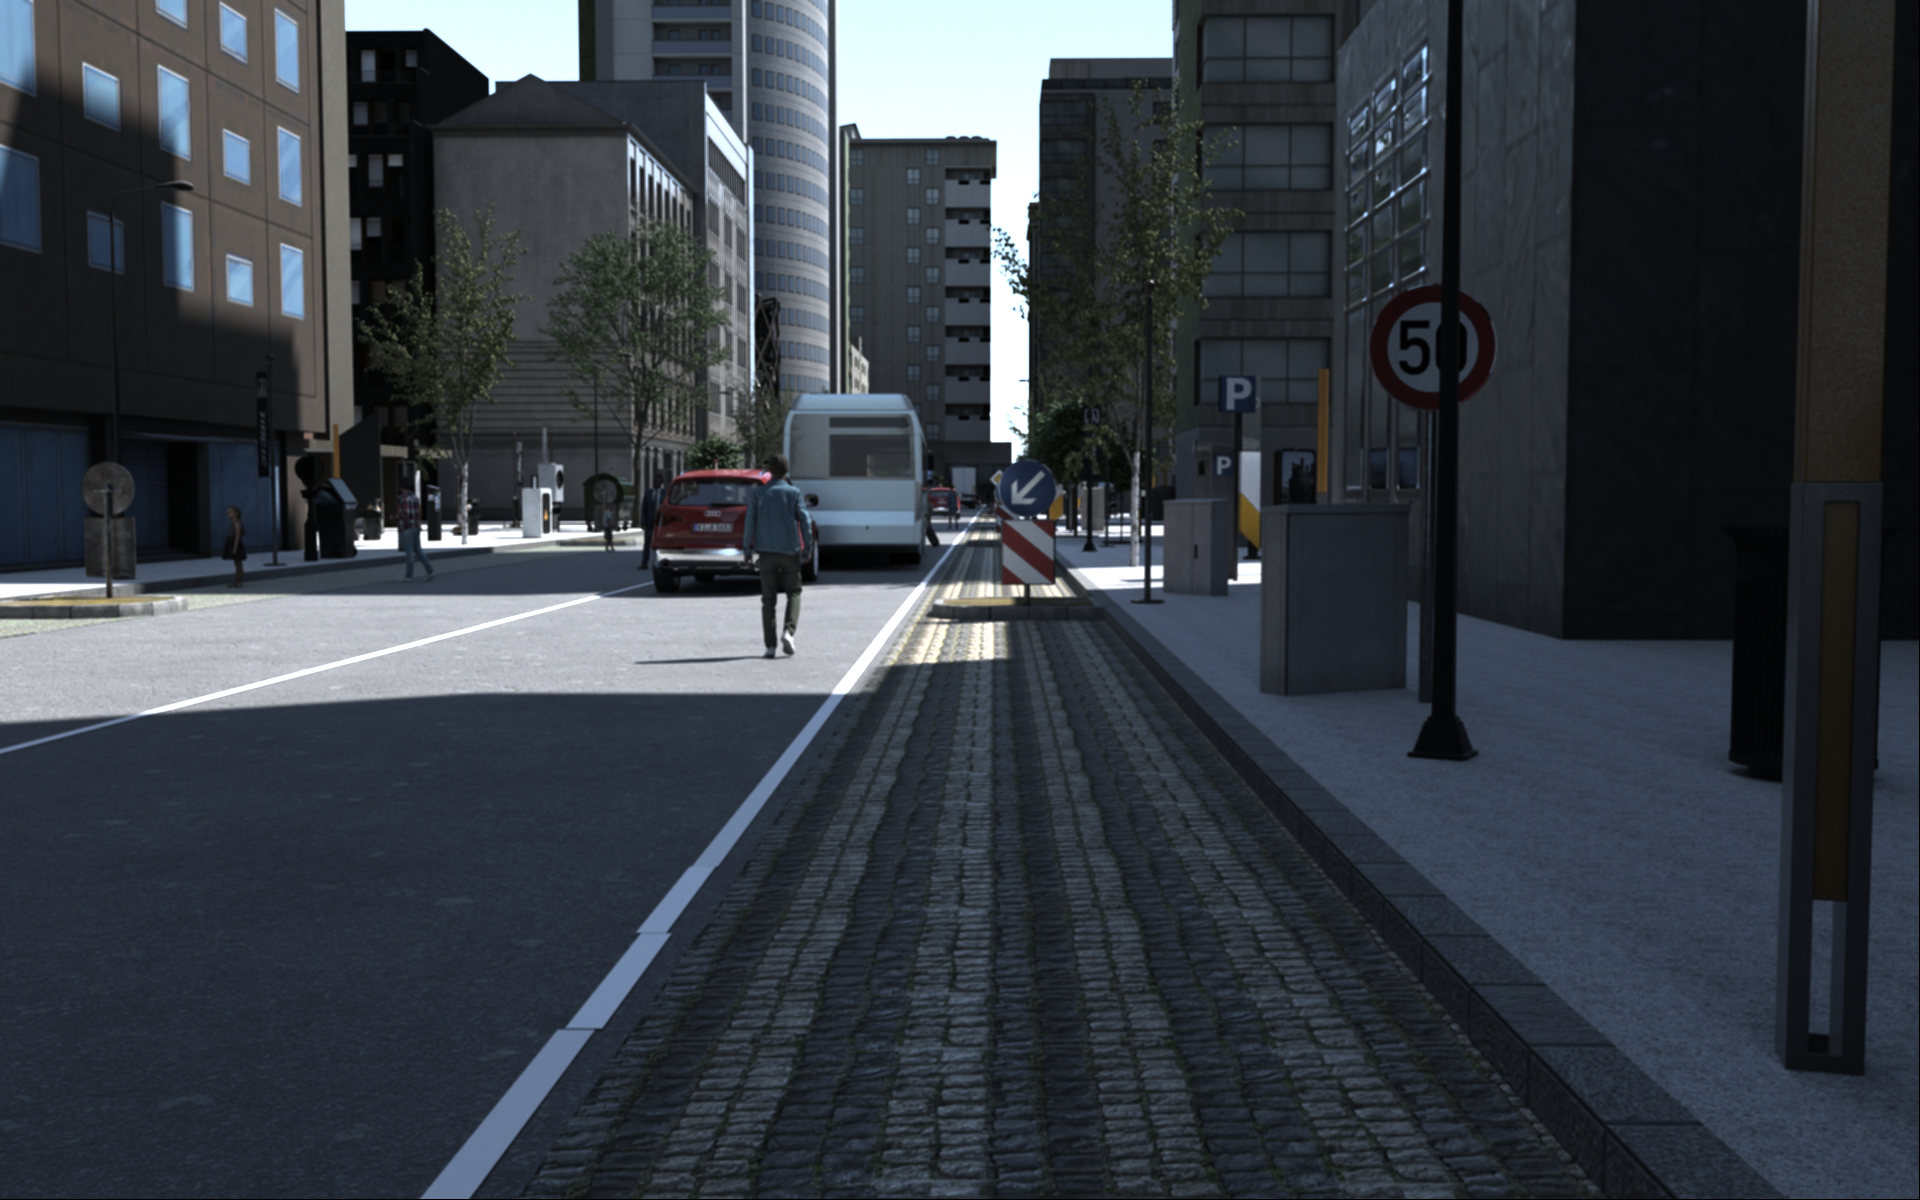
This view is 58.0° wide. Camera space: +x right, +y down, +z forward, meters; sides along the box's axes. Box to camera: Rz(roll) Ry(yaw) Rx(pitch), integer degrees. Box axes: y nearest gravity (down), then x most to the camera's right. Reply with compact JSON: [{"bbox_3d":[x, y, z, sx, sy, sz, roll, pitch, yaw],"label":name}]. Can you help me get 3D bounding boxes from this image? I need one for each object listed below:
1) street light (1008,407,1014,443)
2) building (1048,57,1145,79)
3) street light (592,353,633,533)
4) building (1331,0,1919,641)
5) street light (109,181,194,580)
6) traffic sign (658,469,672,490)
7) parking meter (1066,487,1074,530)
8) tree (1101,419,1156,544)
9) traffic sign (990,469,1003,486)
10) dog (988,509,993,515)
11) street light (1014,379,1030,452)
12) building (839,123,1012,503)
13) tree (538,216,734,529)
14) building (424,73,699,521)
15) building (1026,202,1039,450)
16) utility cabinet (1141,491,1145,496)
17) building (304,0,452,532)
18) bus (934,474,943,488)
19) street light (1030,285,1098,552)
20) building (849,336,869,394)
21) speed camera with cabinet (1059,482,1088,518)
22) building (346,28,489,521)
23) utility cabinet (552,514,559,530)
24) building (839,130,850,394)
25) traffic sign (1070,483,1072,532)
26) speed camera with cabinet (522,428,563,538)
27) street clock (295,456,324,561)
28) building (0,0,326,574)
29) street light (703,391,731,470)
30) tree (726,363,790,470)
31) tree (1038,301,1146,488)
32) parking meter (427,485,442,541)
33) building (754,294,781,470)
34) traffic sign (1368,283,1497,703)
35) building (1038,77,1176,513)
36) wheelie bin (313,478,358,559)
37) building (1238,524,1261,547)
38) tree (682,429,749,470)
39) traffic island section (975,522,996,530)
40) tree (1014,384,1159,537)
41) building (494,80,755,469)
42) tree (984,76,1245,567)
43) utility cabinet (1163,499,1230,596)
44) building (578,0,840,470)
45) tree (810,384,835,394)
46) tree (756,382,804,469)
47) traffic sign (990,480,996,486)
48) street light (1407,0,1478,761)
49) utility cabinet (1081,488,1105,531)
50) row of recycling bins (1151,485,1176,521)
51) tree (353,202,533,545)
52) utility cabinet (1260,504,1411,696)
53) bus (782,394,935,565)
[{"bbox_3d":[3.428,-7.314,92.131,1.470,5.913,1.316,0,4,1],"label":"street light"},{"bbox_3d":[15.368,-29.510,166.090,14.154,41.232,14.086,0,4,1],"label":"building"},{"bbox_3d":[-11.497,-5.184,57.294,1.470,5.913,1.316,0,4,1],"label":"street light"},{"bbox_3d":[16.356,-42.490,7.376,22.319,86.520,31.000,0,4,1],"label":"building"},{"bbox_3d":[-12.086,-3.264,25.906,1.470,5.913,1.316,0,4,1],"label":"street light"},{"bbox_3d":[-12.004,-4.182,70.499,0.606,2.300,0.079,0,4,2],"label":"traffic sign"},{"bbox_3d":[3.960,-3.259,61.693,0.372,1.533,0.369,0,3,0],"label":"parking meter"},{"bbox_3d":[4.316,-3.077,44.903,1.663,3.219,1.824,0,3,0],"label":"tree"},{"bbox_3d":[1.603,-4.079,70.338,0.795,2.450,0.064,0,4,1],"label":"traffic sign"},{"bbox_3d":[1.881,-5.404,107.648,0.540,0.507,0.406,2,4,27],"label":"dog"},{"bbox_3d":[3.030,-5.968,70.124,1.470,5.913,1.316,0,4,1],"label":"street light"},{"bbox_3d":[-6.183,-40.653,253.907,27.495,52.752,28.713,0,4,1],"label":"building"},{"bbox_3d":[-11.978,-8.485,64.491,9.928,11.665,9.643,0,3,0],"label":"tree"},{"bbox_3d":[-19.970,-14.754,90.381,9.793,20.994,18.267,0,4,1],"label":"building"},{"bbox_3d":[22.392,-36.410,249.923,28.867,44.769,22.147,0,4,1],"label":"building"},{"bbox_3d":[11.711,-6.201,110.072,0.318,1.500,1.173,1,4,17],"label":"utility cabinet"},{"bbox_3d":[-34.705,-24.599,56.826,28.867,44.769,22.147,0,4,1],"label":"building"},{"bbox_3d":[-3.636,-13.270,208.504,2.896,3.916,12.252,0,4,3],"label":"bus"},{"bbox_3d":[2.360,-4.041,38.611,1.470,5.913,1.316,0,4,1],"label":"street light"},{"bbox_3d":[-26.675,-22.522,213.278,28.899,21.520,27.650,0,4,1],"label":"building"},{"bbox_3d":[6.130,-6.123,94.442,2.038,3.252,0.660,-3,4,-37],"label":"speed camera with cabinet"},{"bbox_3d":[-33.091,-15.735,86.938,15.834,23.373,12.332,0,4,1],"label":"building"},{"bbox_3d":[-14.893,-3.237,61.609,1.173,1.500,0.318,0,4,-7],"label":"utility cabinet"},{"bbox_3d":[-19.644,-30.930,189.300,14.154,41.232,14.086,0,4,1],"label":"building"},{"bbox_3d":[3.777,-3.598,58.927,0.768,2.556,0.104,1,4,10],"label":"traffic sign"},{"bbox_3d":[-12.257,-3.461,50.919,0.660,3.252,2.038,0,4,6],"label":"speed camera with cabinet"},{"bbox_3d":[-12.416,-1.744,33.085,0.358,2.002,0.471,3,5,44],"label":"street clock"},{"bbox_3d":[-21.738,-23.356,31.974,14.600,45.320,14.200,0,4,1],"label":"building"},{"bbox_3d":[-11.031,-6.475,78.406,1.470,5.913,1.316,0,4,1],"label":"street light"},{"bbox_3d":[-11.367,-9.018,97.800,4.360,8.622,3.978,0,3,0],"label":"tree"},{"bbox_3d":[4.919,-7.046,65.566,4.360,8.622,3.978,0,3,0],"label":"tree"},{"bbox_3d":[-14.394,-2.385,47.411,0.372,1.533,0.369,0,3,0],"label":"parking meter"},{"bbox_3d":[-21.998,-16.002,129.088,16.820,18.784,16.811,0,4,1],"label":"building"},{"bbox_3d":[2.868,-0.642,10.595,0.768,2.556,0.104,0,4,4],"label":"traffic sign"},{"bbox_3d":[12.578,-21.549,124.019,14.160,30.474,14.107,0,4,1],"label":"building"},{"bbox_3d":[-12.522,-1.638,34.690,0.693,1.594,0.980,0,4,6],"label":"wheelie bin"},{"bbox_3d":[12.865,-22.230,47.056,14.154,41.232,14.086,0,4,1],"label":"building"},{"bbox_3d":[-12.446,-6.379,88.010,4.285,4.588,4.351,0,3,0],"label":"tree"},{"bbox_3d":[1.627,-2.944,70.415,2.009,0.180,2.903,0,4,1],"label":"traffic island section"},{"bbox_3d":[3.405,-4.181,52.080,4.285,4.588,4.351,0,3,0],"label":"tree"},{"bbox_3d":[-20.335,-17.818,109.339,12.078,24.808,19.932,0,4,1],"label":"building"},{"bbox_3d":[2.876,-4.897,30.423,4.737,8.622,4.395,0,3,0],"label":"tree"},{"bbox_3d":[3.012,-0.675,22.200,0.306,1.237,1.020,-2,4,-30],"label":"utility cabinet"},{"bbox_3d":[-23.310,-38.229,167.049,21.231,58.520,28.212,0,4,1],"label":"building"},{"bbox_3d":[-10.738,-13.021,147.301,7.601,10.594,8.767,2,4,34],"label":"tree"},{"bbox_3d":[-11.703,-10.000,113.855,4.737,8.622,4.395,0,3,0],"label":"tree"},{"bbox_3d":[1.757,-4.568,78.322,0.795,2.450,0.064,0,4,1],"label":"traffic sign"},{"bbox_3d":[1.828,-2.189,8.334,1.470,5.913,1.316,0,4,1],"label":"street light"},{"bbox_3d":[4.568,-3.120,59.696,0.318,1.500,1.173,-2,4,-24],"label":"utility cabinet"},{"bbox_3d":[9.827,-4.679,83.618,1.069,1.692,3.534,1,4,15],"label":"row of recycling bins"},{"bbox_3d":[-12.700,-5.705,43.642,4.737,8.622,4.395,0,3,0],"label":"tree"},{"bbox_3d":[2.443,-0.009,11.312,1.020,1.237,0.306,-2,4,-28],"label":"utility cabinet"},{"bbox_3d":[-2.049,-2.661,38.368,2.948,3.499,13.247,0,4,-1],"label":"bus"}]
